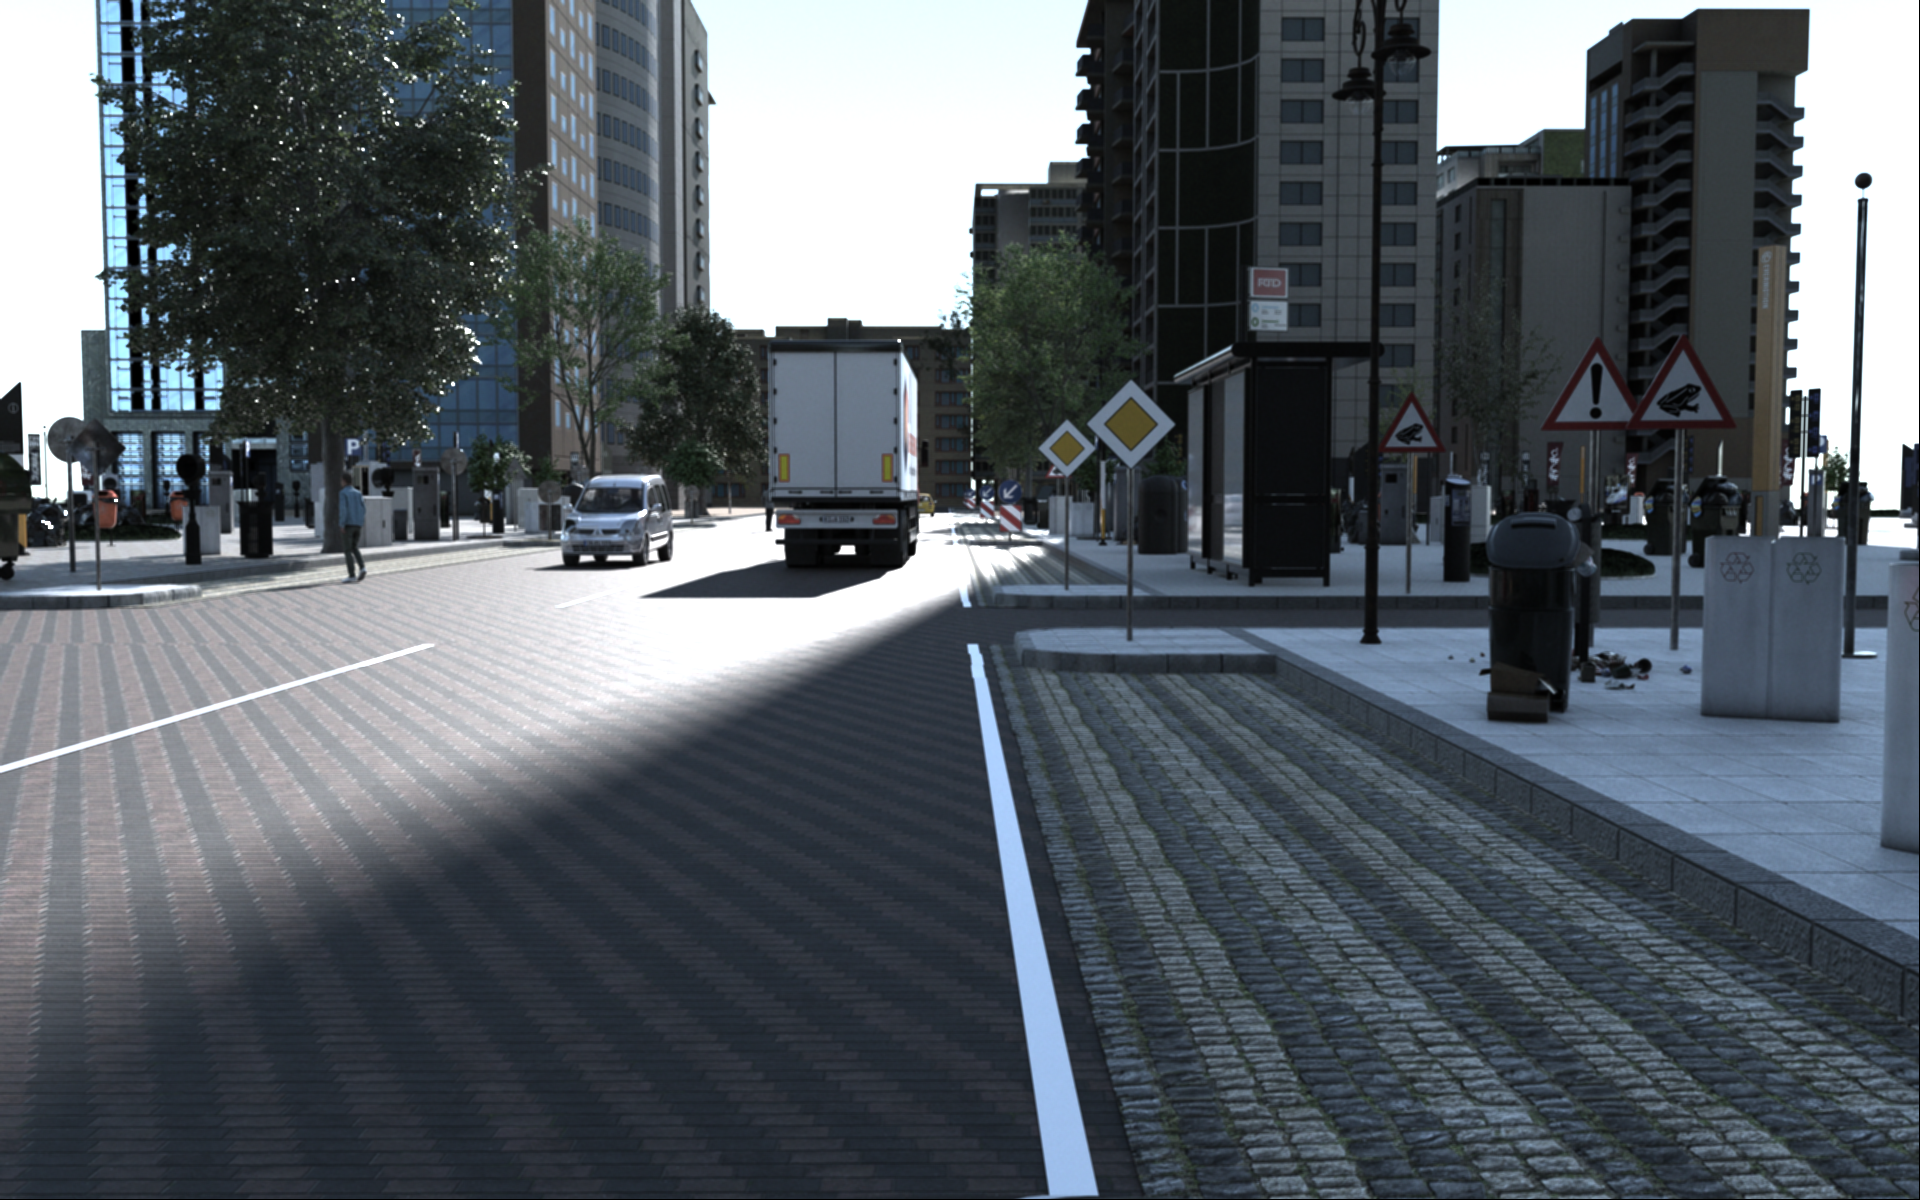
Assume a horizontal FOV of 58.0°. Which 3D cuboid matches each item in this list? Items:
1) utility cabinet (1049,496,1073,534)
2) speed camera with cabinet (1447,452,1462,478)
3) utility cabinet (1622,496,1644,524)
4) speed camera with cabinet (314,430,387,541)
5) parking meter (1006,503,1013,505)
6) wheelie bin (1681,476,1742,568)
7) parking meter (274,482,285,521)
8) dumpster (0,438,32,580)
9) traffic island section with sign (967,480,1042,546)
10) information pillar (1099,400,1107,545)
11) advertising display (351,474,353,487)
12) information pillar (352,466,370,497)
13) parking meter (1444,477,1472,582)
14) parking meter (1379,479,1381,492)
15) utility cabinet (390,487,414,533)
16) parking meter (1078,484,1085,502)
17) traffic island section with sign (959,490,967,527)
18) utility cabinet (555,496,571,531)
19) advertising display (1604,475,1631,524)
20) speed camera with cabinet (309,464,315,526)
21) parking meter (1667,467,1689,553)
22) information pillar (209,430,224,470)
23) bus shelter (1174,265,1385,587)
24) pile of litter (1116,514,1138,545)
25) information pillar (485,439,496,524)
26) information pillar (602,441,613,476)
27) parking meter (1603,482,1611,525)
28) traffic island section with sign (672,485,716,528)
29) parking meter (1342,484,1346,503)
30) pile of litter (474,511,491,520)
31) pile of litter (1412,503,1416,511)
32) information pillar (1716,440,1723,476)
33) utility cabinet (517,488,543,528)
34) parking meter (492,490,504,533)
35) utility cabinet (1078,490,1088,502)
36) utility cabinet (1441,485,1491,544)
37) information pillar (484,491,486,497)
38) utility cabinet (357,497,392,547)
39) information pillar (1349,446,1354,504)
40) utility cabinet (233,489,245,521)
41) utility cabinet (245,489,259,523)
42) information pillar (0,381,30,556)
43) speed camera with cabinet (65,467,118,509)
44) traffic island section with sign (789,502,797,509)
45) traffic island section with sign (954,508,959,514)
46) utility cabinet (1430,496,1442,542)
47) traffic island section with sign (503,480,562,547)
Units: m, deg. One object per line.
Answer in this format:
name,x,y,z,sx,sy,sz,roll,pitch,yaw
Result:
utility cabinet,3.223,-2.714,55.535,0.306,1.237,1.020,2,4,35
speed camera with cabinet,22.879,-5.262,80.362,0.660,3.252,2.038,2,4,23
utility cabinet,24.200,-3.146,62.595,0.306,1.237,1.020,-2,4,-27
speed camera with cabinet,-16.782,-3.279,47.952,0.660,3.252,2.038,2,4,25
parking meter,2.503,-4.877,88.154,0.372,1.533,0.369,0,3,0
wheelie bin,13.206,-1.367,30.259,0.980,1.594,0.693,-2,4,-35
parking meter,-32.053,-4.641,81.599,0.399,1.863,0.255,0,4,2
dumpster,-14.653,-1.378,25.030,1.502,2.255,1.985,0,4,0
traffic island section with sign,1.269,-2.422,48.223,1.989,1.847,2.006,0,4,0
information pillar,3.580,-3.182,43.378,0.183,3.616,0.504,0,4,0
advertising display,-17.399,-2.789,50.820,0.974,1.923,0.123,1,4,19
information pillar,-15.631,-2.491,45.221,0.304,2.012,0.304,2,4,25
parking meter,7.303,-1.040,25.421,0.372,1.533,0.369,0,3,0
parking meter,14.833,-3.353,60.538,0.255,1.863,0.399,-1,4,-15
utility cabinet,-18.336,-2.904,56.165,1.173,1.500,0.318,1,4,13
parking meter,5.438,-4.383,77.369,0.255,1.863,0.399,0,4,-3
traffic island section with sign,1.058,-4.102,75.688,1.989,1.847,2.006,0,4,0
utility cabinet,-14.050,-3.046,60.960,0.306,1.237,1.020,-3,4,-38
advertising display,21.997,-3.227,57.977,0.123,1.923,0.974,-2,4,-28
speed camera with cabinet,-18.763,-3.468,51.030,0.660,3.252,2.038,-1,4,-15
parking meter,15.527,-1.944,37.491,0.255,1.863,0.399,-2,4,-30
information pillar,-26.808,-4.352,62.518,0.504,3.616,0.183,0,4,3
bus shelter,4.761,-3.088,28.129,2.179,5.291,8.768,0,4,-1
pile of litter,4.785,-1.843,44.095,1.719,0.858,1.176,0,4,-3
information pillar,-20.008,-5.066,74.187,0.183,3.616,0.504,0,4,6
information pillar,-15.687,-5.238,76.999,0.504,3.616,0.183,-3,5,-40
parking meter,26.435,-3.971,70.635,0.255,1.863,0.399,0,4,4
traffic island section with sign,-11.561,-4.037,74.640,1.989,1.847,2.006,0,4,0
parking meter,20.142,-5.167,90.188,0.399,1.863,0.255,-1,4,-14
pile of litter,-23.090,-4.326,84.699,1.176,0.858,1.719,2,4,30
pile of litter,22.824,-4.514,87.775,1.719,0.858,1.176,3,4,37
information pillar,32.678,-5.090,74.579,0.183,3.616,0.504,3,5,40
utility cabinet,-15.933,-3.398,64.243,1.173,1.500,0.318,3,4,37
parking meter,-15.098,-2.948,56.608,0.372,1.533,0.369,0,3,0
utility cabinet,7.075,-5.352,96.177,1.173,1.500,0.318,3,5,44
utility cabinet,12.760,-2.140,43.673,1.173,1.500,0.318,3,4,37
information pillar,-21.944,-5.449,80.443,0.183,3.616,0.504,2,4,27
utility cabinet,-14.235,-1.892,42.089,0.306,1.237,1.020,1,4,20
information pillar,19.309,-5.753,85.419,0.183,3.616,0.504,0,4,-6
utility cabinet,-33.075,-4.355,79.880,1.173,1.500,0.318,3,4,38
utility cabinet,-29.420,-3.880,72.114,0.318,1.500,1.173,-2,4,-29
information pillar,-19.736,-2.736,36.092,0.504,3.616,0.183,0,4,1
speed camera with cabinet,-37.992,-4.982,75.788,2.038,3.252,0.660,-2,4,-35
traffic island section with sign,-11.950,-7.108,124.839,1.989,1.847,2.006,0,4,0
traffic island section with sign,0.682,-7.119,125.021,1.989,1.847,2.006,0,4,0
utility cabinet,12.969,-2.179,46.793,0.306,1.237,1.020,0,4,-1
traffic island section with sign,-11.355,-2.389,47.685,1.989,1.847,2.006,0,4,0
